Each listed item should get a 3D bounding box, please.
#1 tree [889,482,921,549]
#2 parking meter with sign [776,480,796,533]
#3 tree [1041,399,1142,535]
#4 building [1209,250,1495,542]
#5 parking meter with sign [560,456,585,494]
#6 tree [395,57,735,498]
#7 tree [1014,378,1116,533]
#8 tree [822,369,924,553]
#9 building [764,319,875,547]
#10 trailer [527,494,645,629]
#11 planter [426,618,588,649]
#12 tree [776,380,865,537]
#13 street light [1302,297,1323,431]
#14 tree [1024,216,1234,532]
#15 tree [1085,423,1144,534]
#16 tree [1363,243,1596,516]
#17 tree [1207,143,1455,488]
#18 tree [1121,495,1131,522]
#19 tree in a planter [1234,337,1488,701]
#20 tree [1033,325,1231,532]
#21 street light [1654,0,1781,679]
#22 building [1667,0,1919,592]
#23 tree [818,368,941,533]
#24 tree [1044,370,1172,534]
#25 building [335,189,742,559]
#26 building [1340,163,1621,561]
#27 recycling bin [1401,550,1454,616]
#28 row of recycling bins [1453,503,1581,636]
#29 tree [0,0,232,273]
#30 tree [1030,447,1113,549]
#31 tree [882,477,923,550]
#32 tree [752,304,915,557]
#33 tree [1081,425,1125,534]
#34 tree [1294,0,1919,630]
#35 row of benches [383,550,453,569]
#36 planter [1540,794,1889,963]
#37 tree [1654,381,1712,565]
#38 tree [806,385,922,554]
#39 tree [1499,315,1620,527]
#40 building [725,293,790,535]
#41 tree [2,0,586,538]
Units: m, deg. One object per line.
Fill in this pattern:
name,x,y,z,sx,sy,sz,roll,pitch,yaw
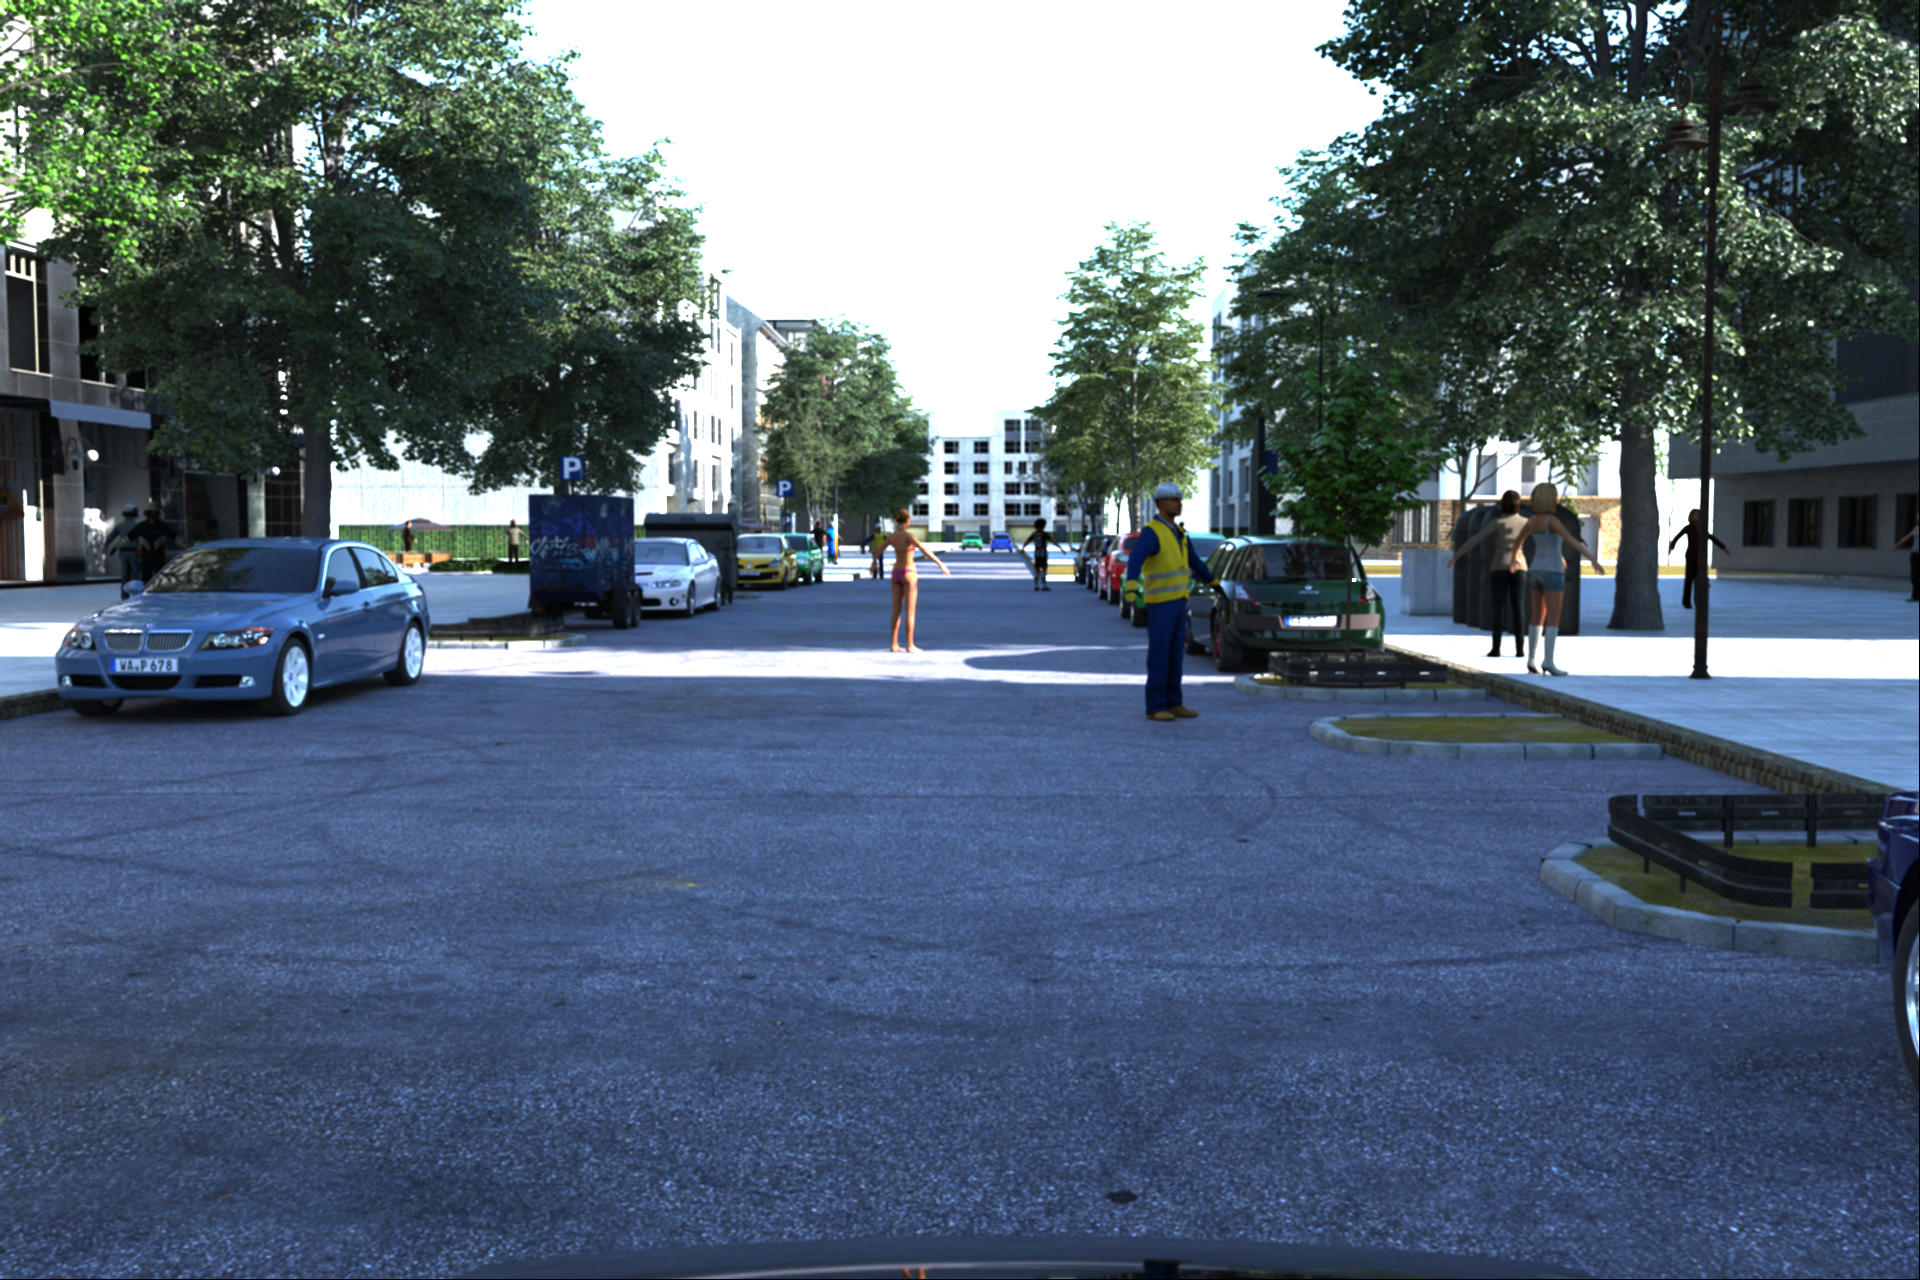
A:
tree,-6.115,-12.404,153.168,4.360,8.622,3.978,0,3,0
parking meter with sign,-5.604,-3.689,56.584,0.543,3.016,1.738,0,4,2
tree,9.326,-11.927,120.762,9.928,11.665,9.643,0,3,0
building,27.012,-15.299,116.601,16.747,18.905,31.486,0,4,2
parking meter with sign,-8.623,-2.644,39.487,0.543,3.016,1.738,0,4,1
tree,-10.839,-8.589,47.089,9.857,13.997,8.962,0,3,0
tree,9.713,-13.796,135.926,12.009,13.543,11.850,0,3,0
tree,-6.136,-12.254,118.482,7.486,12.596,7.792,0,3,0
building,-23.768,-20.625,181.187,27.936,21.610,32.646,0,4,1
trailer,-5.710,-1.140,25.695,1.471,1.999,3.904,0,4,1
planter,-5.947,-0.087,22.569,1.991,0.319,1.994,0,4,1
tree,-7.239,-8.125,83.198,4.360,8.622,3.978,0,3,0
street light,7.440,-3.709,33.188,1.470,5.913,1.316,0,4,1
tree,6.120,-8.849,62.816,7.486,12.596,7.792,0,3,0
tree,8.605,-9.391,103.902,4.360,8.622,3.978,0,3,0
tree,20.214,-9.698,68.937,12.009,13.543,11.850,0,3,0
tree,10.995,-8.133,51.104,7.486,12.596,7.792,0,3,0
tree,25.439,-18.197,247.880,4.360,8.622,3.978,0,3,0
tree in a planter,3.560,-1.136,15.802,1.991,3.239,1.994,0,4,1
tree,7.525,-8.619,75.337,8.767,10.594,7.601,0,4,-5
street light,6.575,-2.594,15.206,0.468,5.910,1.993,0,4,1
building,26.346,-13.110,33.415,14.314,24.678,30.058,0,4,2
tree,-6.214,-13.763,131.681,9.857,13.997,8.962,0,3,0
tree,8.185,-9.593,91.258,8.767,10.594,7.601,1,4,21
building,-23.749,-14.585,104.930,16.747,18.905,31.486,0,4,0
building,26.181,-14.600,95.138,16.016,20.090,11.380,0,4,1
recycling bin,7.431,-0.913,27.475,0.722,1.027,0.722,0,4,2
row of recycling bins,7.468,-1.002,23.498,1.069,1.692,3.534,0,4,2
tree,-12.438,-5.730,19.439,9.928,11.665,9.643,0,3,0
tree,9.969,-13.365,152.938,8.767,10.594,7.601,2,4,30
tree,-6.473,-12.795,143.603,7.601,10.594,8.767,2,4,30
tree,-7.089,-11.698,97.912,9.857,13.997,8.962,0,3,0
tree,8.701,-9.806,110.693,4.360,8.622,3.978,0,3,0
tree,9.071,-7.111,22.918,9.857,13.997,8.962,0,3,0
row of benches,-20.721,-3.018,64.799,1.422,0.672,4.104,2,4,29
planter,3.387,0.880,6.760,1.991,0.319,1.994,0,4,1
tree,29.590,-7.450,72.163,4.360,8.622,3.978,0,3,0
tree,-6.230,-10.678,108.995,8.767,10.594,7.601,1,4,12
tree,20.066,-6.573,57.830,4.737,8.622,4.395,0,3,0
building,-23.437,-18.405,131.849,19.493,23.208,18.063,0,4,1
tree,-11.157,-7.530,29.772,9.857,13.997,8.962,0,3,0
